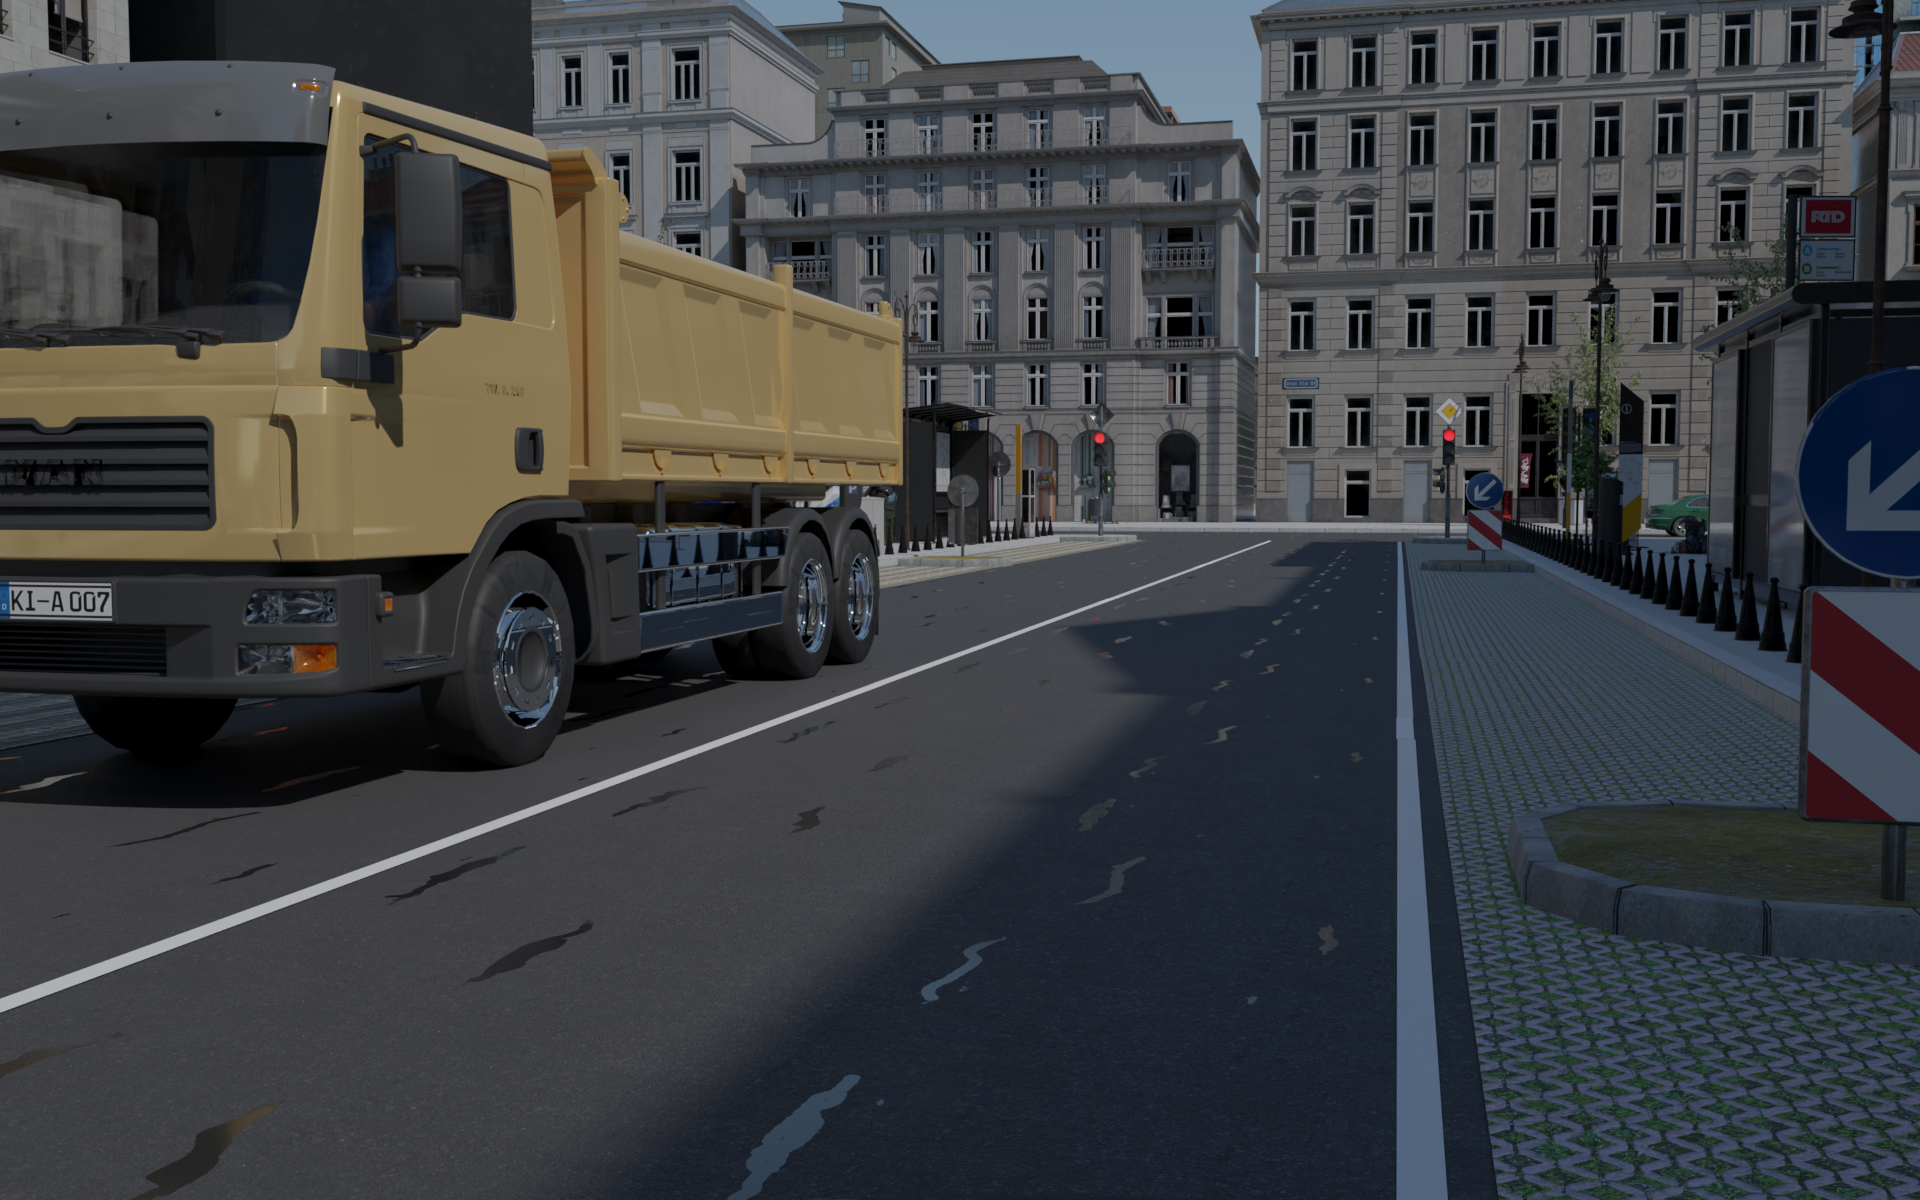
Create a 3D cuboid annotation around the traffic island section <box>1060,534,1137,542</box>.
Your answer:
[{"bbox_3d":[4.297,-1.890,53.178,2.009,0.180,2.903,1,4,14],"label":"traffic island section"}]

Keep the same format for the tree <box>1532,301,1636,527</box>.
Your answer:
[{"bbox_3d":[24.370,-7.136,67.038,4.737,8.622,4.395,0,3,0],"label":"tree"}]

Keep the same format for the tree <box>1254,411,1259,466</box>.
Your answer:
[{"bbox_3d":[24.621,-12.051,147.403,4.360,8.622,3.978,0,3,0],"label":"tree"}]

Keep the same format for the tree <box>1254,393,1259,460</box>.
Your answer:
[{"bbox_3d":[32.035,-16.028,172.432,12.009,13.543,11.850,0,3,0],"label":"tree"}]

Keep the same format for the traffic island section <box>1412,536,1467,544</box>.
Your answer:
[{"bbox_3d":[14.274,-1.736,50.659,2.009,0.180,2.903,1,4,14],"label":"traffic island section"}]

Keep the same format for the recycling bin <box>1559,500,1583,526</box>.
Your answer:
[{"bbox_3d":[25.060,-3.577,71.043,0.722,1.027,0.722,-3,5,-45],"label":"recycling bin"}]

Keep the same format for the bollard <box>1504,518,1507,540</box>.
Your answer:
[{"bbox_3d":[15.003,-1.903,47.149,0.229,0.601,0.229,0,3,0],"label":"bollard"}]

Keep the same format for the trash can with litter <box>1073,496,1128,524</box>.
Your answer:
[{"bbox_3d":[6.100,-3.868,74.291,2.233,1.210,1.678,2,4,28],"label":"trash can with litter"}]

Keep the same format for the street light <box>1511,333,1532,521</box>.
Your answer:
[{"bbox_3d":[16.075,-4.705,49.718,0.468,5.910,1.993,1,4,14],"label":"street light"}]

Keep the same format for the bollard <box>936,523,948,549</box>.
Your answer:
[{"bbox_3d":[-0.484,-1.504,40.626,0.229,0.601,0.229,0,3,0],"label":"bollard"}]

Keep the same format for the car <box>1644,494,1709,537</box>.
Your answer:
[{"bbox_3d":[25.718,-2.851,58.417,4.920,1.459,2.131,1,4,13],"label":"car"}]

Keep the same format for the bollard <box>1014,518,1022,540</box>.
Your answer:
[{"bbox_3d":[1.531,-1.991,48.595,0.229,0.601,0.229,0,3,0],"label":"bollard"}]

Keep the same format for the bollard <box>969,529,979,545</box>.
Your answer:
[{"bbox_3d":[0.271,-1.686,43.613,0.229,0.601,0.229,0,3,0],"label":"bollard"}]

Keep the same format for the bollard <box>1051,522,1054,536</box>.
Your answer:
[{"bbox_3d":[2.793,-2.296,53.586,0.229,0.601,0.229,0,3,0],"label":"bollard"}]

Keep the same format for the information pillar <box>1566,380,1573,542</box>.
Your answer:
[{"bbox_3d":[12.486,-2.699,35.484,0.183,3.616,0.504,1,4,19],"label":"information pillar"}]

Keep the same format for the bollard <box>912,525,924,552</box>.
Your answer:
[{"bbox_3d":[-0.990,-1.381,38.618,0.229,0.601,0.229,0,3,0],"label":"bollard"}]

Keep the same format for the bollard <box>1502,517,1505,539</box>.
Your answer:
[{"bbox_3d":[15.258,-1.964,48.151,0.229,0.601,0.229,0,3,0],"label":"bollard"}]

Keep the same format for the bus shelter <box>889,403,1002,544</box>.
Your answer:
[{"bbox_3d":[-0.379,-3.454,47.751,1.731,3.624,6.357,1,4,14],"label":"bus shelter"}]

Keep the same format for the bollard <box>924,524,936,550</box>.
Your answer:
[{"bbox_3d":[-0.740,-1.442,39.614,0.229,0.601,0.229,0,3,0],"label":"bollard"}]

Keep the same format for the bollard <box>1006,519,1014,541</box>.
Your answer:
[{"bbox_3d":[1.280,-1.930,47.599,0.229,0.601,0.229,0,3,0],"label":"bollard"}]

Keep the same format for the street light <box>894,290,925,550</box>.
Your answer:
[{"bbox_3d":[-1.214,-4.079,39.486,0.468,5.910,1.993,1,4,14],"label":"street light"}]

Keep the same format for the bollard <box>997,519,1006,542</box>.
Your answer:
[{"bbox_3d":[1.024,-1.869,46.599,0.229,0.601,0.229,0,3,0],"label":"bollard"}]

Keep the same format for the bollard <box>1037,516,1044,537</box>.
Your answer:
[{"bbox_3d":[2.285,-2.174,51.582,0.229,0.601,0.229,0,3,0],"label":"bollard"}]

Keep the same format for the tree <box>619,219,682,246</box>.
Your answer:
[{"bbox_3d":[-8.278,-5.690,43.401,4.360,8.622,3.978,0,3,0],"label":"tree"}]

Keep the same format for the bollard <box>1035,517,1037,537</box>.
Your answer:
[{"bbox_3d":[2.034,-2.113,50.586,0.229,0.601,0.229,0,3,0],"label":"bollard"}]

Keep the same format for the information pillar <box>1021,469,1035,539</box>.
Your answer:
[{"bbox_3d":[1.961,-2.780,49.948,0.304,2.012,0.304,2,4,33],"label":"information pillar"}]

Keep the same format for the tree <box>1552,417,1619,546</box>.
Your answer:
[{"bbox_3d":[15.699,-2.979,43.309,1.663,3.219,1.824,0,3,0],"label":"tree"}]

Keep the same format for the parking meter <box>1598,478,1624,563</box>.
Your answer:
[{"bbox_3d":[10.615,-1.214,28.261,0.372,1.533,0.369,0,3,0],"label":"parking meter"}]

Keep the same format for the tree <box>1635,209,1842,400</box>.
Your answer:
[{"bbox_3d":[20.861,-5.762,44.573,4.737,8.622,4.395,0,3,0],"label":"tree"}]

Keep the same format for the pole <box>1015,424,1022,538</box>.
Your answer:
[{"bbox_3d":[1.724,-3.485,50.822,0.158,3.312,0.155,0,3,0],"label":"pole"}]

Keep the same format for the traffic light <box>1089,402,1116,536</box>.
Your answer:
[{"bbox_3d":[4.333,-3.921,53.034,0.839,4.253,0.868,1,4,14],"label":"traffic light"}]

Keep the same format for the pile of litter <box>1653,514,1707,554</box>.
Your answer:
[{"bbox_3d":[15.846,-1.423,37.236,1.176,0.858,1.719,-2,4,-33],"label":"pile of litter"}]

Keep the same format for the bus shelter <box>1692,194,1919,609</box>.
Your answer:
[{"bbox_3d":[10.344,-2.660,21.123,2.179,5.291,8.768,1,4,14],"label":"bus shelter"}]

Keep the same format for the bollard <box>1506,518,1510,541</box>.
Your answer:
[{"bbox_3d":[14.753,-1.842,46.152,0.229,0.601,0.229,0,3,0],"label":"bollard"}]

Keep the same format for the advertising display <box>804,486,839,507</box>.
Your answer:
[{"bbox_3d":[-2.769,-1.862,35.653,0.974,1.923,0.123,-3,4,-38],"label":"advertising display"}]

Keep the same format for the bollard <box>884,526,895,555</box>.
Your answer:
[{"bbox_3d":[-1.497,-1.259,36.620,0.229,0.601,0.229,0,3,0],"label":"bollard"}]

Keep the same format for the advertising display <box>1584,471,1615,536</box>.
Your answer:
[{"bbox_3d":[18.220,-2.689,49.176,0.974,1.923,0.123,0,4,-3],"label":"advertising display"}]

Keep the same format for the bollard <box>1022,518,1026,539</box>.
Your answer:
[{"bbox_3d":[1.782,-2.052,49.590,0.229,0.601,0.229,0,3,0],"label":"bollard"}]

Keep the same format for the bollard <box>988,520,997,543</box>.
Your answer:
[{"bbox_3d":[0.774,-1.808,45.604,0.229,0.601,0.229,0,3,0],"label":"bollard"}]

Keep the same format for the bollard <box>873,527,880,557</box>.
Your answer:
[{"bbox_3d":[-1.748,-1.198,35.625,0.229,0.601,0.229,0,3,0],"label":"bollard"}]

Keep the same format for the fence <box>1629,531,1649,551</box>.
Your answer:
[{"bbox_3d":[15.609,-1.771,40.166,0.480,1.192,2.264,2,4,28],"label":"fence"}]

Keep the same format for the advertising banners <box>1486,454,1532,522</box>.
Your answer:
[{"bbox_3d":[23.425,-4.774,74.237,2.074,3.025,0.090,1,4,12],"label":"advertising banners"}]

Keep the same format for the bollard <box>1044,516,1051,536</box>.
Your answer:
[{"bbox_3d":[2.541,-2.235,52.591,0.229,0.601,0.229,0,3,0],"label":"bollard"}]

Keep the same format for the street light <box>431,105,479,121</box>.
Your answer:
[{"bbox_3d":[-5.853,-2.956,21.126,0.468,5.910,1.993,1,4,14],"label":"street light"}]

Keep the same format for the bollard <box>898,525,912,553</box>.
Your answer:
[{"bbox_3d":[-1.244,-1.320,37.616,0.229,0.601,0.229,0,3,0],"label":"bollard"}]

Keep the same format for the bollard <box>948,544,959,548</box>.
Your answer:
[{"bbox_3d":[-0.231,-1.565,41.621,0.229,0.601,0.229,0,3,0],"label":"bollard"}]

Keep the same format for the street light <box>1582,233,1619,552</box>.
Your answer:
[{"bbox_3d":[11.408,-3.558,30.968,0.468,5.910,1.993,1,4,14],"label":"street light"}]

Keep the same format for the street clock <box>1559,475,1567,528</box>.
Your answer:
[{"bbox_3d":[22.602,-3.673,64.623,0.471,2.002,0.358,2,4,29],"label":"street clock"}]

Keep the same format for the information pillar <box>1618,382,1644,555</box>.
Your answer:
[{"bbox_3d":[14.006,-2.743,36.210,0.504,3.616,0.183,2,4,33],"label":"information pillar"}]

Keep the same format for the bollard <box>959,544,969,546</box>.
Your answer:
[{"bbox_3d":[0.023,-1.625,42.616,0.229,0.601,0.229,0,3,0],"label":"bollard"}]

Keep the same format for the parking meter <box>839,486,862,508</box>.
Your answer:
[{"bbox_3d":[-2.164,-1.743,34.202,0.399,1.863,0.255,-2,4,-31],"label":"parking meter"}]

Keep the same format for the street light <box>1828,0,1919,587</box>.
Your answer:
[{"bbox_3d":[6.704,-2.436,12.624,0.468,5.910,1.993,1,4,14],"label":"street light"}]

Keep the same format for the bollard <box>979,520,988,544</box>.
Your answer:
[{"bbox_3d":[0.522,-1.747,44.608,0.229,0.601,0.229,0,3,0],"label":"bollard"}]

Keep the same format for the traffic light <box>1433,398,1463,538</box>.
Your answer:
[{"bbox_3d":[14.238,-3.770,50.554,0.839,4.253,0.868,1,4,14],"label":"traffic light"}]

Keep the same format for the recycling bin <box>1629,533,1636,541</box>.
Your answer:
[{"bbox_3d":[17.995,-2.125,47.306,0.722,1.027,0.722,3,4,38],"label":"recycling bin"}]
